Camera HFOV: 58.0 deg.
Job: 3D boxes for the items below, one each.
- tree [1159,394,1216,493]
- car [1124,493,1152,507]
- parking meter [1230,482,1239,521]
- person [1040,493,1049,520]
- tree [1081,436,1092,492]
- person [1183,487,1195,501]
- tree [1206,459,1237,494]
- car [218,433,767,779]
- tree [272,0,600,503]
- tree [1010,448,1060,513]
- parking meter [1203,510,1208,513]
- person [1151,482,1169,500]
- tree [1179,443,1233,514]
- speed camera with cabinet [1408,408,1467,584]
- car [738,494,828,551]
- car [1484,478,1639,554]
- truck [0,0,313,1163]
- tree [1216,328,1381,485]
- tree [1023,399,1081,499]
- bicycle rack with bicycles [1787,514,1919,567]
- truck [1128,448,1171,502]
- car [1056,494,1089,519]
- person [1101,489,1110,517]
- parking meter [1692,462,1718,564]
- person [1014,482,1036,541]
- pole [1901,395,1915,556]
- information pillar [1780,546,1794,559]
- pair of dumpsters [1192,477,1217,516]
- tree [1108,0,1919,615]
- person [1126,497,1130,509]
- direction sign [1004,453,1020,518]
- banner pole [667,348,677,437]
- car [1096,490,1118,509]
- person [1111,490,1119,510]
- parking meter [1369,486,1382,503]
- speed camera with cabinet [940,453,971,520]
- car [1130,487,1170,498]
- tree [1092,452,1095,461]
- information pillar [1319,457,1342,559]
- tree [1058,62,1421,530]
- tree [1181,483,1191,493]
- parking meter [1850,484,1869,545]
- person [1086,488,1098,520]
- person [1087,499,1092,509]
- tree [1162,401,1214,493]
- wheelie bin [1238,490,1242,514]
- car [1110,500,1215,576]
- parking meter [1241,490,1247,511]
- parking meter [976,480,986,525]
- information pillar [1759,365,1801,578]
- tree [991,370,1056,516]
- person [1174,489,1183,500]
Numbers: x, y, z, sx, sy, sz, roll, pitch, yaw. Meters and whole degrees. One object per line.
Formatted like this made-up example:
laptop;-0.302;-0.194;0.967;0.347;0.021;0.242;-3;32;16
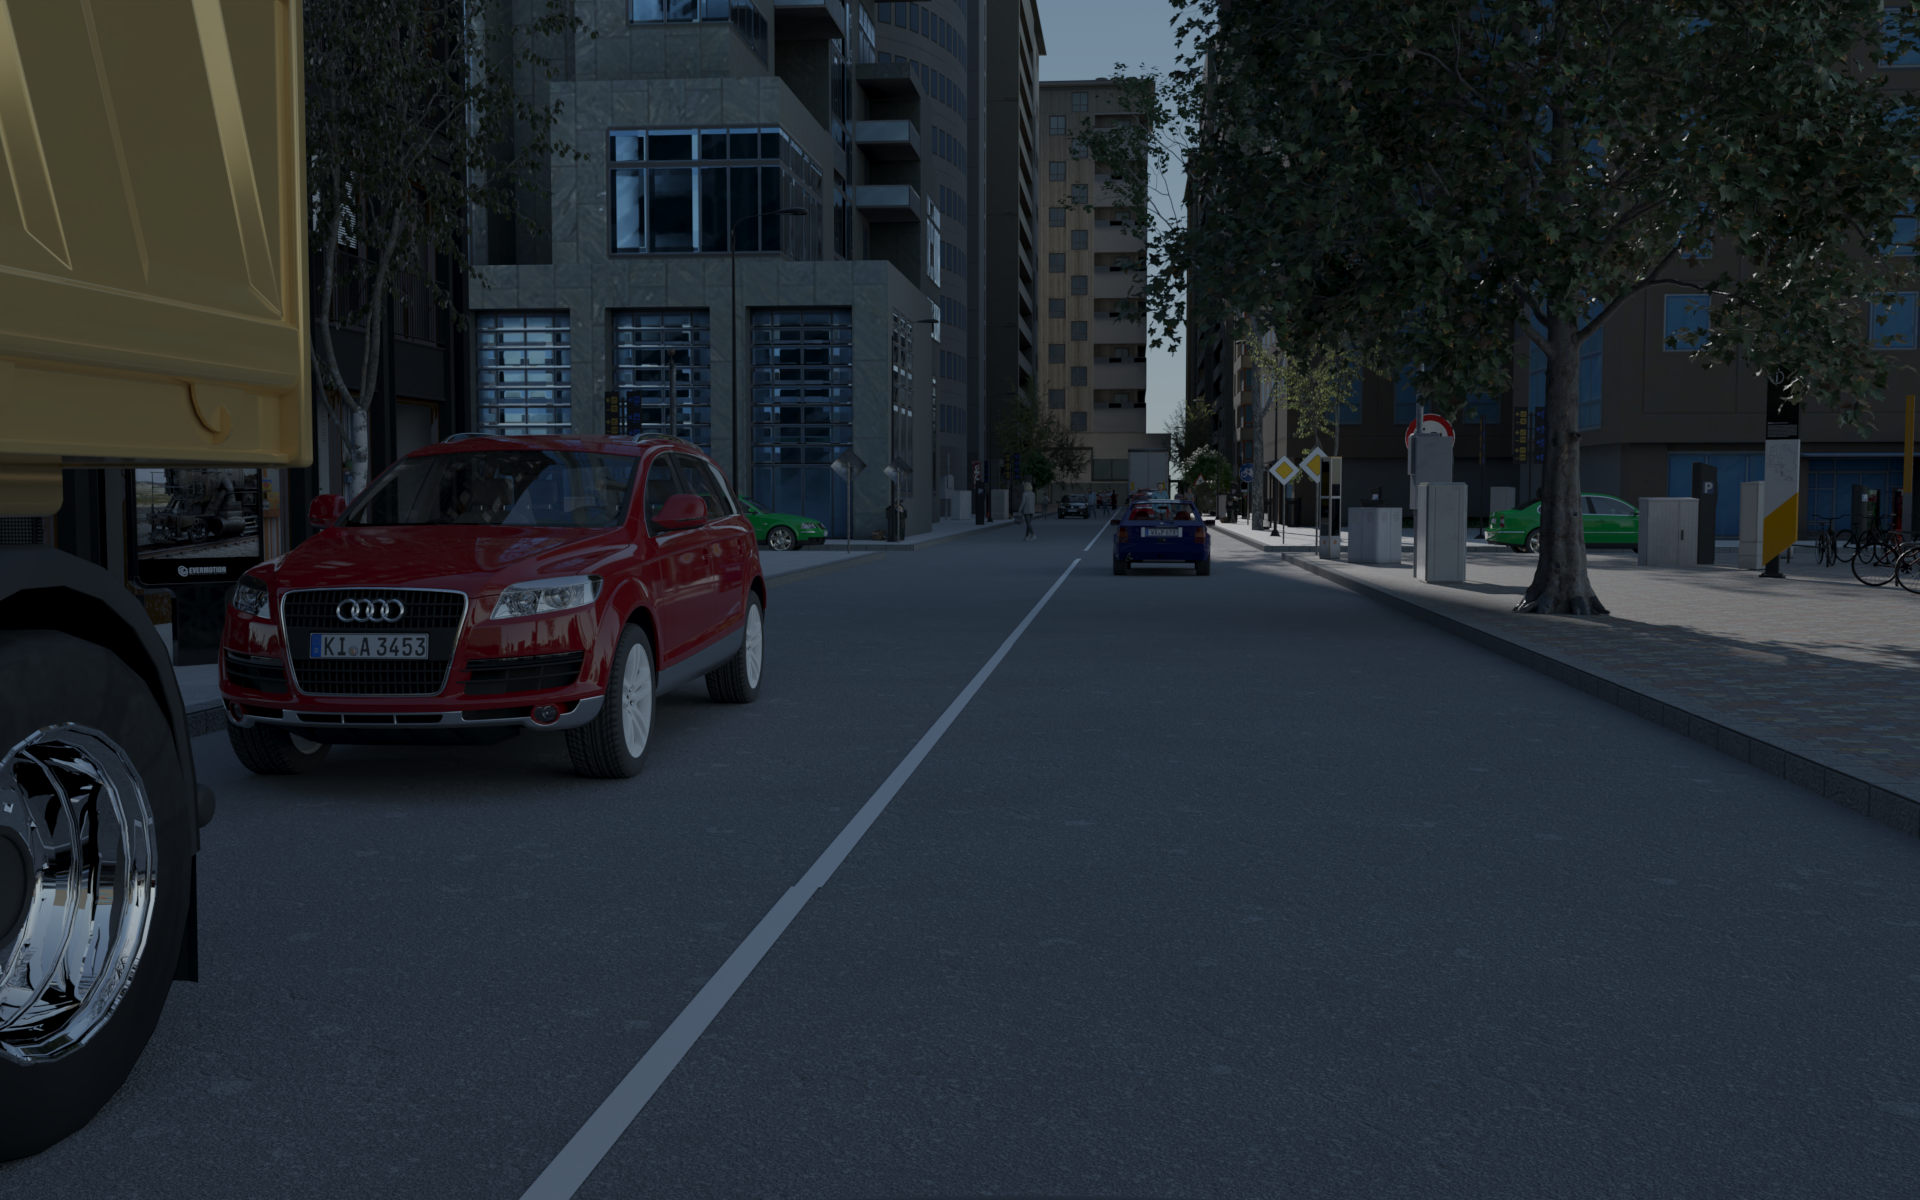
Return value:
tree;17.119;-10.825;127.344;4.360;8.622;3.978;0;3;0
car;8.260;-4.085;75.829;2.155;1.783;4.494;0;4;7
parking meter;12.868;-4.618;81.221;0.399;1.863;0.255;1;4;15
person;4.742;-5.269;97.243;0.523;1.515;0.503;2;4;29
tree;10.199;-13.410;169.615;4.360;8.622;3.978;0;3;0
person;10.925;-4.548;83.221;0.716;1.782;0.532;-1;4;-10
tree;14.530;-6.128;94.791;1.663;3.219;1.824;0;3;0
car;-2.510;-0.110;10.468;2.281;1.827;5.304;0;4;4
tree;-5.419;-3.994;15.658;4.360;8.622;3.978;0;3;0
tree;4.868;-8.340;120.078;4.285;4.588;4.351;0;3;0
parking meter;16.464;-6.589;116.143;0.372;1.533;0.369;0;3;0
person;6.457;-2.894;55.840;0.660;1.820;0.620;-1;4;-14
tree;15.787;-7.760;110.594;4.285;4.588;4.351;0;3;0
speed camera with cabinet;7.089;-1.918;25.691;0.660;3.252;2.038;0;4;7
car;-5.606;-2.052;42.352;4.718;1.807;1.959;0;4;4
car;14.466;-1.880;39.541;4.718;1.807;1.959;0;4;5
truck;-3.553;-0.266;0.272;3.469;3.379;9.791;0;4;6
tree;10.007;-5.935;47.397;4.360;8.622;3.978;0;3;0
tree;6.654;-11.115;132.098;4.360;8.622;3.978;0;3;0
bicycle rack with bicycles;16.272;-1.090;31.212;2.852;0.926;2.925;0;4;6
truck;12.211;-7.523;111.912;2.839;4.237;11.283;0;4;7
car;6.628;-5.570;100.853;2.009;1.686;4.222;0;4;6
person;9.239;-6.156;109.743;0.643;1.750;0.593;0;4;2
parking meter;13.593;-1.586;31.641;0.399;1.863;0.255;-1;4;-12
person;2.025;-2.685;52.577;0.709;1.800;0.728;-3;5;-41
pole;19.621;-2.569;35.844;0.158;3.312;0.155;0;3;0
information pillar;16.378;-1.827;34.360;0.304;2.012;0.304;3;4;37
pair of dumpsters;14.549;-6.105;102.309;1.574;2.255;4.437;0;4;6
tree;6.413;-6.207;18.488;9.611;12.733;9.660;0;3;0
person;16.042;-9.331;164.301;0.697;1.427;0.421;-3;5;-41
direction sign;2.827;-6.284;94.746;0.876;3.537;0.379;-1;4;-10
banner pole;-4.883;-2.419;29.568;0.401;3.779;0.863;-1;4;-16
car;14.587;-9.998;172.142;2.281;1.827;5.304;0;4;4
person;13.841;-8.996;155.545;0.705;1.831;1.348;-2;4;-25
parking meter;12.700;-2.726;52.989;0.372;1.533;0.369;0;3;0
speed camera with cabinet;-0.286;-5.542;84.947;0.660;3.252;2.038;3;5;39
car;10.937;-5.551;99.425;2.281;1.827;5.304;0;4;5
tree;12.773;-14.905;194.065;4.360;8.622;3.978;0;3;0
information pillar;7.300;-1.814;34.144;0.304;2.012;0.304;-2;4;-33
tree;9.607;-12.468;59.747;12.611;20.169;13.585;0;3;0
tree;20.739;-9.790;154.663;1.663;3.219;1.824;0;3;0
parking meter;22.904;-2.184;44.111;0.372;1.533;0.369;0;3;0
person;7.281;-5.309;95.569;0.793;1.790;0.793;-1;4;-19
person;8.876;-6.743;119.313;0.480;1.755;0.524;-2;4;-28
tree;17.793;-11.236;134.069;4.737;8.622;4.395;0;3;0
wheelie bin;16.875;-5.986;105.771;0.980;1.594;0.693;-3;5;-43
car;3.717;-1.175;31.800;1.945;1.354;3.894;0;4;7
parking meter;16.365;-5.574;99.541;0.372;1.533;0.369;0;3;0
parking meter;0.852;-4.056;72.023;0.399;1.863;0.255;0;4;-6
information pillar;12.535;-2.146;26.437;0.504;3.616;0.183;3;5;40
tree;3.730;-9.358;103.368;4.737;8.622;4.395;0;3;0
person;13.246;-5.849;104.969;0.563;1.720;0.643;1;4;16
